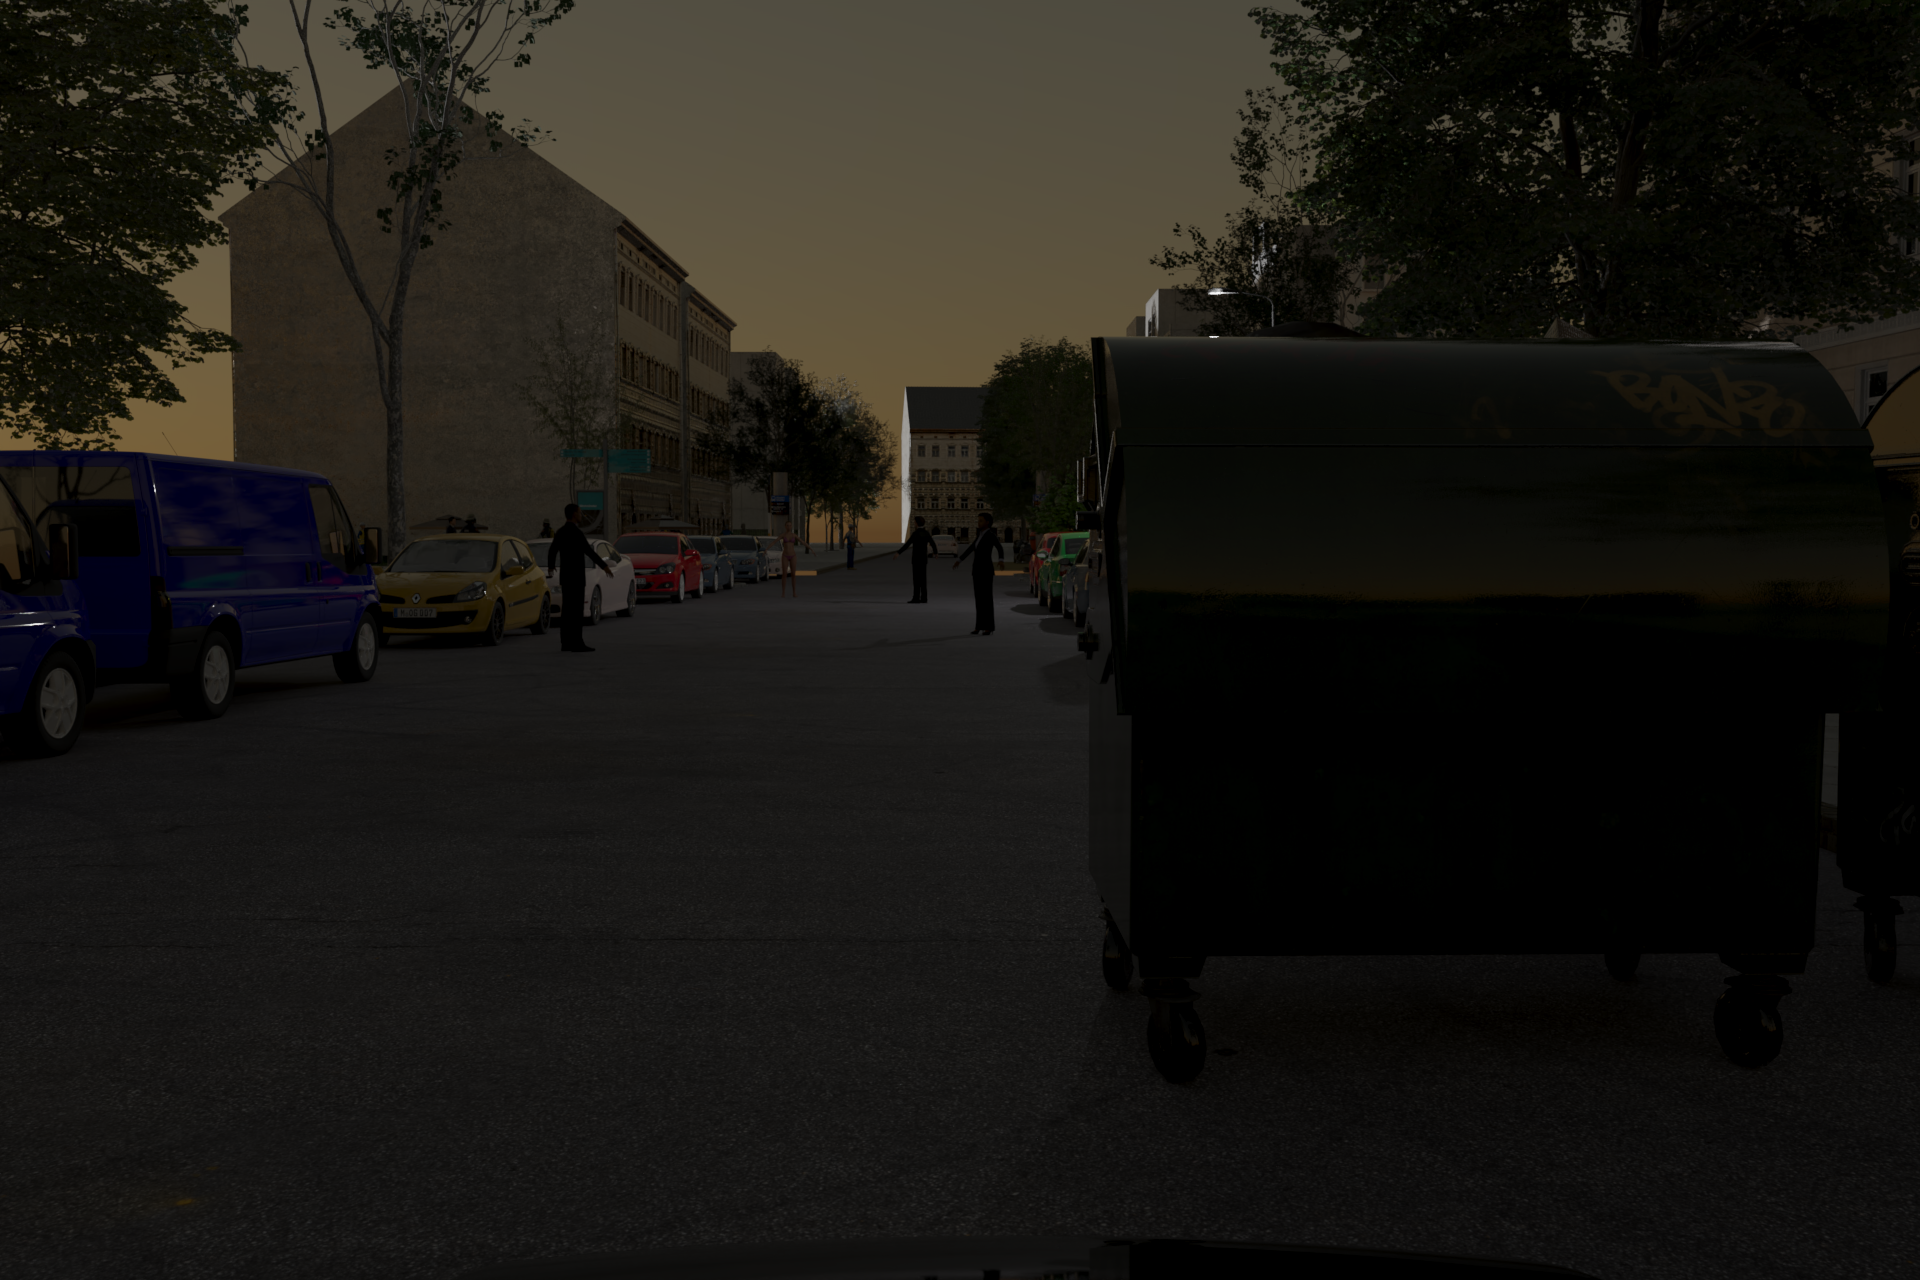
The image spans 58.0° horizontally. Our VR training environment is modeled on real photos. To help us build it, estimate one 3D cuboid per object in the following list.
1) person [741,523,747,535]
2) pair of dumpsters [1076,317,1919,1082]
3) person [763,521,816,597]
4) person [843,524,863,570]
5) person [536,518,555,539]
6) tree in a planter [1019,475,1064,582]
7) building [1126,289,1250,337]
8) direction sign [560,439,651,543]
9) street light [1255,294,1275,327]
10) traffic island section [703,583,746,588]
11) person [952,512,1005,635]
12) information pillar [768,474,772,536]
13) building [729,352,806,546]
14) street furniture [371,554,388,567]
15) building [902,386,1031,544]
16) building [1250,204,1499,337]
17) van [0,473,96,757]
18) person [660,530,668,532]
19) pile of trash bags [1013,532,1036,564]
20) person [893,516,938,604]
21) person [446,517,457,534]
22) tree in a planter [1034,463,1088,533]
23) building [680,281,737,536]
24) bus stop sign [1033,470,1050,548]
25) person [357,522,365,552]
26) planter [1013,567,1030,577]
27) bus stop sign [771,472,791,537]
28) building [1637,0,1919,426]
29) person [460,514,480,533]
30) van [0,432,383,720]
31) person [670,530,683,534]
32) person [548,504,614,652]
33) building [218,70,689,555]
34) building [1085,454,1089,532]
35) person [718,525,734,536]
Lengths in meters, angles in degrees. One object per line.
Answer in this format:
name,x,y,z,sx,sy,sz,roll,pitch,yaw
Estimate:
person,-10.863,-4.927,86.677,0.705,1.813,1.348,-1,4,-9
pair of dumpsters,2.551,-0.006,5.055,4.436,2.255,1.574,0,4,-1
person,-3.865,-1.832,39.216,1.217,1.733,0.721,-1,4,-13
person,-4.347,-3.727,69.253,0.705,1.847,1.347,-3,4,-38
person,-14.819,-3.440,62.029,0.705,1.856,1.354,1,4,22
tree in a planter,2.801,-3.395,52.734,1.991,3.239,1.994,0,4,-1
building,22.633,-16.330,133.454,16.747,18.905,31.486,0,3,0
direction sign,-9.944,-3.698,49.231,2.525,3.948,1.411,0,4,0
street light,6.452,-3.685,32.784,1.470,5.913,1.316,0,3,0
traffic island section,-6.872,-1.485,47.149,1.991,0.108,1.994,0,3,0
person,0.277,-0.945,24.635,0.721,1.740,1.216,-2,4,-34
information pillar,-7.457,-4.682,67.907,0.183,3.616,0.504,0,3,0
building,-26.212,-19.413,183.862,16.747,18.905,31.486,0,3,0
street furniture,-20.975,-3.350,70.403,5.734,0.657,10.072,0,4,-2
building,0.940,-25.893,256.743,18.063,23.208,19.493,0,4,-5
building,23.046,-15.271,106.093,16.016,20.090,11.380,0,4,0
van,-6.723,-0.306,9.392,2.240,2.365,5.245,0,4,0
person,-12.306,-4.069,72.493,0.705,1.833,1.349,1,4,13
pile of trash bags,3.279,-4.071,76.307,1.912,1.369,3.447,0,3,0
person,-0.858,-1.660,35.788,0.705,1.806,1.347,3,5,40
person,-15.890,-2.952,54.315,0.704,1.823,1.345,0,4,4
tree in a planter,2.793,-2.849,43.811,1.991,3.239,1.994,0,4,1
building,-25.889,-17.429,115.901,19.493,23.208,18.063,0,4,1
bus stop sign,3.461,-5.067,71.864,0.837,3.901,0.837,0,4,0
person,-24.474,-3.962,71.251,0.721,1.772,1.216,0,4,6
planter,2.817,-2.302,58.780,1.991,0.319,1.994,0,4,-1
bus stop sign,-7.674,-5.201,74.054,0.837,3.901,0.837,0,4,-1
building,25.389,-15.455,38.594,13.634,28.700,20.117,0,4,0
person,-13.490,-2.571,47.902,1.351,1.845,0.704,2,4,34
van,-6.673,-0.652,15.038,2.240,2.365,5.245,0,4,0
person,-13.157,-4.547,80.280,1.347,1.837,0.705,-3,5,-41
person,-4.698,-0.762,21.139,1.346,1.802,0.704,3,5,45
building,-25.538,-15.952,91.747,19.493,23.208,18.063,0,4,1
building,23.502,-20.209,196.866,16.747,18.905,31.486,0,4,0
person,-13.200,-5.616,97.954,1.347,1.817,0.704,0,4,-5
